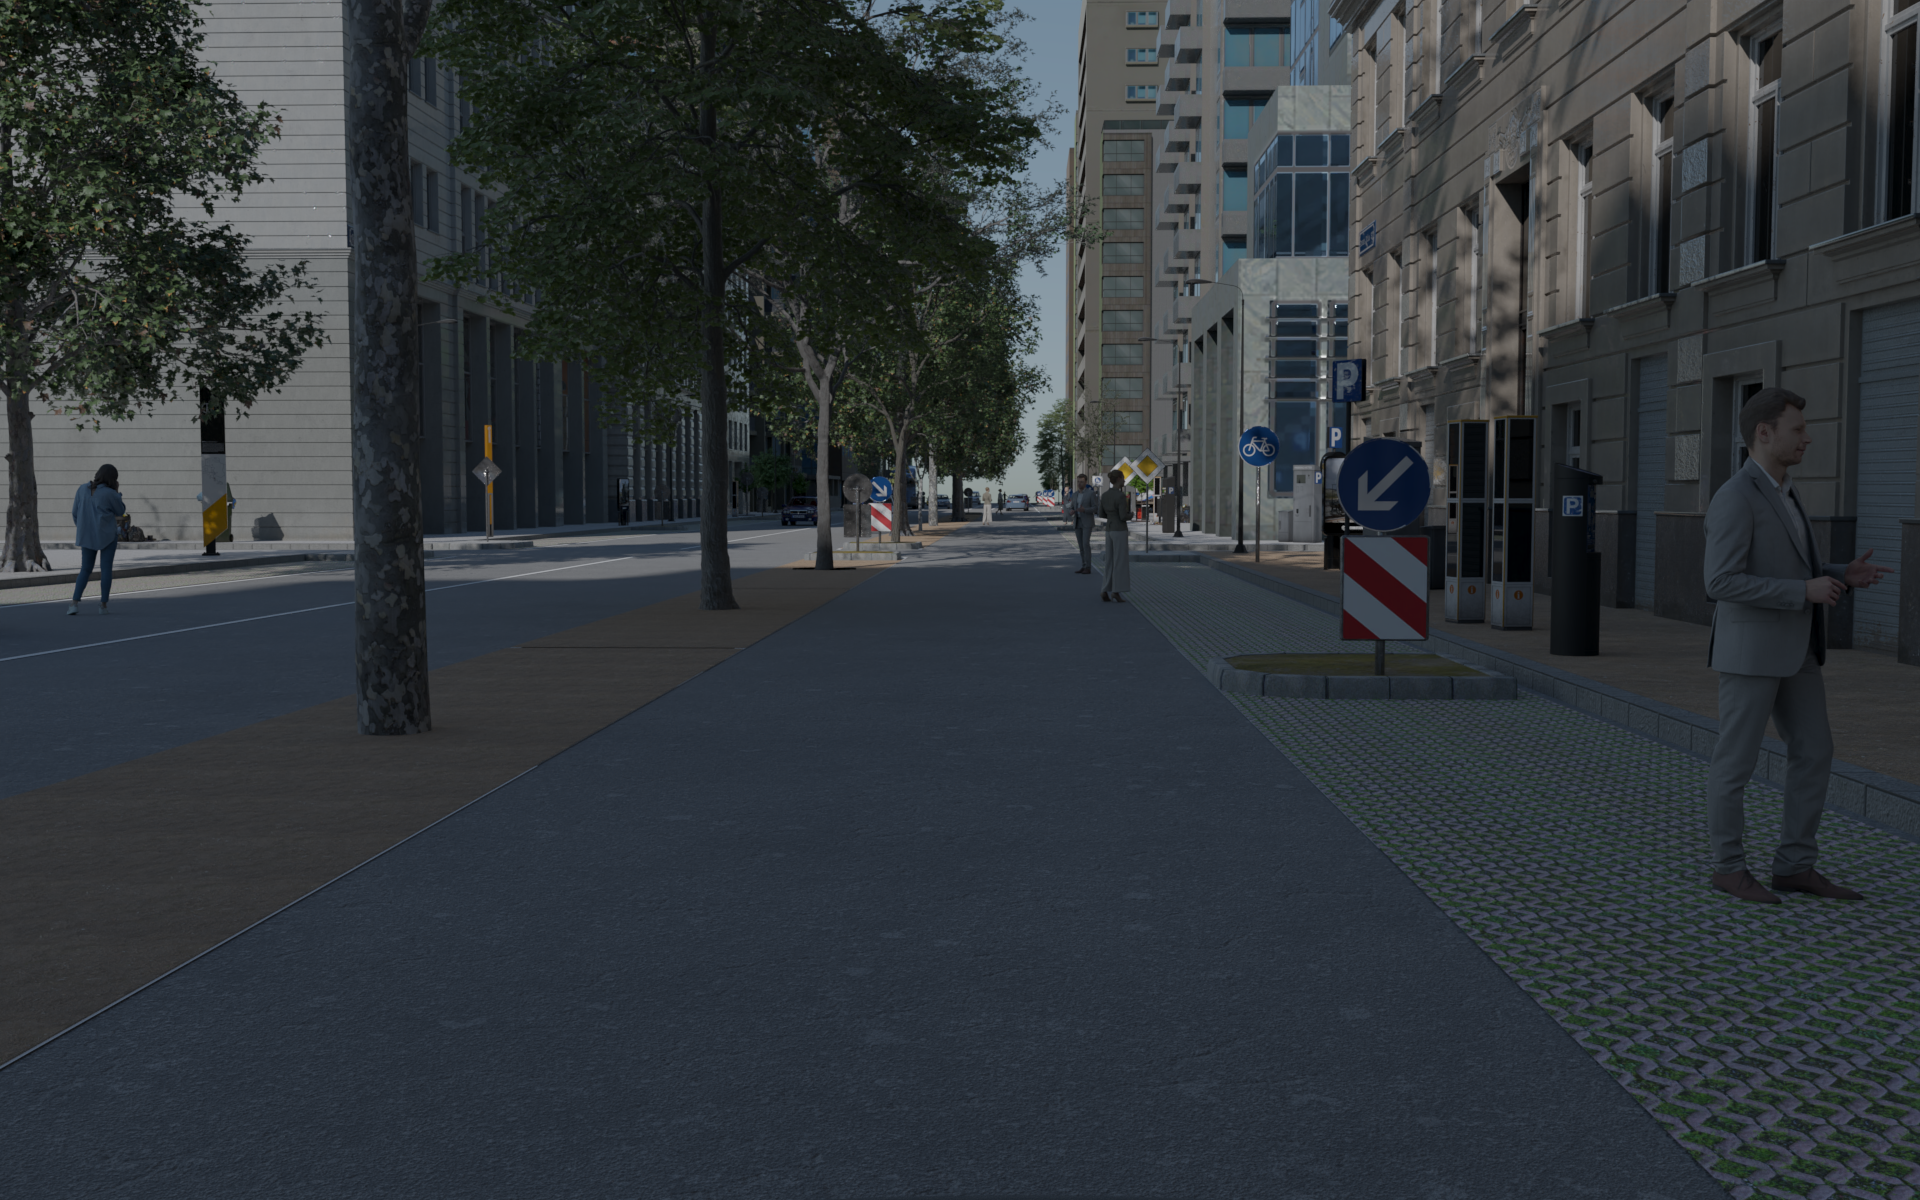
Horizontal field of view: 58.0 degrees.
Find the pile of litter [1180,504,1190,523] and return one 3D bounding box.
[{"bbox_3d":[10.329,-3.853,76.954,1.176,0.858,1.719,3,4,36],"label":"pile of litter"}]

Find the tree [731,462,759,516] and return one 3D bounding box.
[{"bbox_3d":[-12.850,-6.639,103.149,1.663,3.219,1.824,0,3,0],"label":"tree"}]

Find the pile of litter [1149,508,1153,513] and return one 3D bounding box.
[{"bbox_3d":[12.748,-6.274,116.553,1.719,0.858,1.176,1,4,12],"label":"pile of litter"}]

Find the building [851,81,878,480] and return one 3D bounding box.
[{"bbox_3d":[-24.130,-38.577,219.969,28.713,52.752,27.495,0,4,2],"label":"building"}]

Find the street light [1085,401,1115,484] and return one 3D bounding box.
[{"bbox_3d":[7.139,-6.949,86.156,1.470,5.913,1.316,0,4,2],"label":"street light"}]

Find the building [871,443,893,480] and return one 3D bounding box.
[{"bbox_3d":[-19.978,-38.487,248.877,23.786,49.044,30.456,0,4,2],"label":"building"}]

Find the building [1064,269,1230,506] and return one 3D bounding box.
[{"bbox_3d":[27.331,-58.087,262.397,22.319,86.520,31.000,0,4,2],"label":"building"}]

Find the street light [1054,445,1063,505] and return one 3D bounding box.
[{"bbox_3d":[9.837,-11.607,162.309,1.470,5.913,1.316,0,4,2],"label":"street light"}]

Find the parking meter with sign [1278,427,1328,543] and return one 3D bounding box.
[{"bbox_3d":[9.177,-3.021,45.648,0.543,3.016,1.738,-3,5,-41],"label":"parking meter with sign"}]

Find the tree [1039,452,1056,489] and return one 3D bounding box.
[{"bbox_3d":[14.243,-19.407,267.672,4.360,8.622,3.978,0,3,0],"label":"tree"}]

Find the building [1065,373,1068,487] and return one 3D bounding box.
[{"bbox_3d":[25.376,-37.489,236.639,21.300,48.544,21.600,0,4,2],"label":"building"}]

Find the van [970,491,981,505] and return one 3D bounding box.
[{"bbox_3d":[1.937,-14.015,236.151,2.013,2.044,4.112,0,4,4],"label":"van"}]

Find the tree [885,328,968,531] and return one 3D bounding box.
[{"bbox_3d":[-1.575,-7.012,67.463,4.737,8.622,4.395,0,3,0],"label":"tree"}]

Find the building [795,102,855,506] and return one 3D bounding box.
[{"bbox_3d":[-18.688,-32.550,182.300,14.600,45.320,14.200,0,4,2],"label":"building"}]

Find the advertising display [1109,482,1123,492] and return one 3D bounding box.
[{"bbox_3d":[7.365,-4.685,81.809,0.123,1.923,0.974,-2,4,-28],"label":"advertising display"}]

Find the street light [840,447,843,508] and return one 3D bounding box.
[{"bbox_3d":[-10.195,-11.291,157.149,1.470,5.913,1.316,0,4,2],"label":"street light"}]

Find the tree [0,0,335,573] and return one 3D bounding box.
[{"bbox_3d":[-15.612,-6.822,28.549,9.611,12.733,9.660,0,3,0],"label":"tree"}]

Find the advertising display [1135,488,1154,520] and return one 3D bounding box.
[{"bbox_3d":[9.021,-4.832,84.219,0.974,1.923,0.123,1,4,11],"label":"advertising display"}]

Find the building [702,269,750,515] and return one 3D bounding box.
[{"bbox_3d":[-19.272,-15.296,104.835,10.420,20.320,16.860,0,4,2],"label":"building"}]

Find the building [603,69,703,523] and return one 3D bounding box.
[{"bbox_3d":[-19.276,-15.748,86.362,11.050,23.489,19.941,0,4,2],"label":"building"}]

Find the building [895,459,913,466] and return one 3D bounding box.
[{"bbox_3d":[-14.864,-36.007,272.315,14.154,41.232,14.086,0,4,2],"label":"building"}]

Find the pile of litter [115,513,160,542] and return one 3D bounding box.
[{"bbox_3d":[-22.428,-1.989,46.480,1.719,0.858,1.176,1,4,9],"label":"pile of litter"}]

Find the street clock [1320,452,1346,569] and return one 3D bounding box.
[{"bbox_3d":[6.402,-1.533,29.635,0.471,2.002,0.358,-2,4,-29],"label":"street clock"}]

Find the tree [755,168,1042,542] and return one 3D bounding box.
[{"bbox_3d":[-1.905,-6.893,49.563,8.767,10.594,7.601,0,4,2],"label":"tree"}]

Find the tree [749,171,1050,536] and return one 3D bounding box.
[{"bbox_3d":[-2.000,-8.485,58.196,9.611,12.733,9.660,0,3,0],"label":"tree"}]

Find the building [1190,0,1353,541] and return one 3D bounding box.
[{"bbox_3d":[23.492,-45.448,55.747,31.000,86.520,22.319,0,4,2],"label":"building"}]

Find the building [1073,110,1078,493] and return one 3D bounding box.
[{"bbox_3d":[19.287,-30.821,187.518,14.154,41.232,14.086,0,4,2],"label":"building"}]

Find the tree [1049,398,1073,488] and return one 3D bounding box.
[{"bbox_3d":[11.908,-17.513,204.456,7.486,12.596,7.792,0,3,0],"label":"tree"}]

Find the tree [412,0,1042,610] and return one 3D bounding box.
[{"bbox_3d":[-2.921,-6.120,20.646,7.486,12.596,7.792,0,3,0],"label":"tree"}]

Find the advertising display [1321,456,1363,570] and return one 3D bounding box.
[{"bbox_3d":[6.596,-1.468,29.215,0.974,1.923,0.123,0,4,-1],"label":"advertising display"}]

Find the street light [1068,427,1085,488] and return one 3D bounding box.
[{"bbox_3d":[8.384,-9.053,120.552,1.470,5.913,1.316,0,4,2],"label":"street light"}]

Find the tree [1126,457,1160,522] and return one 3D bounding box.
[{"bbox_3d":[8.495,-5.205,79.709,1.663,3.219,1.824,0,3,0],"label":"tree"}]

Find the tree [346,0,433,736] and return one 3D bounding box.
[{"bbox_3d":[-2.216,-9.208,8.899,12.611,20.169,13.585,0,3,0],"label":"tree"}]

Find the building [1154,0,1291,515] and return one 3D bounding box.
[{"bbox_3d":[22.833,-29.251,97.860,23.786,49.044,30.456,0,4,2],"label":"building"}]

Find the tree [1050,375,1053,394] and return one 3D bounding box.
[{"bbox_3d":[-0.048,-10.322,88.224,9.611,12.733,9.660,0,3,0],"label":"tree"}]

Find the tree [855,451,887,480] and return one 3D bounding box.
[{"bbox_3d":[-10.311,-14.967,195.066,4.360,8.622,3.978,0,3,0],"label":"tree"}]

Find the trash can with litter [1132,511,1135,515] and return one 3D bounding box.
[{"bbox_3d":[9.968,-5.584,102.690,0.624,1.170,1.055,-3,4,-36],"label":"trash can with litter"}]

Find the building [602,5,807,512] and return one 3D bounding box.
[{"bbox_3d":[-24.084,-29.459,136.274,22.147,44.769,28.867,0,4,2],"label":"building"}]

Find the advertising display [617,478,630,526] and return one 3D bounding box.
[{"bbox_3d":[-13.641,-3.972,70.150,0.123,1.923,0.974,1,4,13],"label":"advertising display"}]

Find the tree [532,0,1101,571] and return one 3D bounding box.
[{"bbox_3d":[-2.580,-7.311,32.364,12.009,13.543,11.850,0,3,0],"label":"tree"}]

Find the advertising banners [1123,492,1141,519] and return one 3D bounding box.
[{"bbox_3d":[9.109,-5.597,87.694,2.074,3.025,0.090,-1,4,-18],"label":"advertising banners"}]

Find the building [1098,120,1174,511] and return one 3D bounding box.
[{"bbox_3d":[17.927,-22.329,136.776,14.160,30.474,14.107,0,4,2],"label":"building"}]

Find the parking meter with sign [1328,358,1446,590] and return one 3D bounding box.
[{"bbox_3d":[5.757,-1.633,22.962,1.738,3.016,0.543,-2,4,-31],"label":"parking meter with sign"}]

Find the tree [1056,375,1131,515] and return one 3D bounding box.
[{"bbox_3d":[8.305,-9.542,106.373,4.360,8.622,3.978,0,3,0],"label":"tree"}]

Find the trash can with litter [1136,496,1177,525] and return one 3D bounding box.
[{"bbox_3d":[8.184,-3.698,71.514,1.678,1.210,2.233,0,4,1],"label":"trash can with litter"}]

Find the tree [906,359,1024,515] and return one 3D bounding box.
[{"bbox_3d":[0.037,-12.674,116.325,9.857,13.997,8.962,0,3,0],"label":"tree"}]

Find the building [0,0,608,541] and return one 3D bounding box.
[{"bbox_3d":[-21.484,-17.365,61.405,11.434,29.767,29.804,0,4,2],"label":"building"}]

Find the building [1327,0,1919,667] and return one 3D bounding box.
[{"bbox_3d":[13.136,-13.798,22.856,12.463,27.353,25.104,0,4,2],"label":"building"}]

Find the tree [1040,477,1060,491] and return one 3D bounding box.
[{"bbox_3d":[14.396,-17.877,276.009,4.285,4.588,4.351,0,3,0],"label":"tree"}]

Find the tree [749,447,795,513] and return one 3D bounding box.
[{"bbox_3d":[-13.019,-8.294,119.327,4.285,4.588,4.351,0,3,0],"label":"tree"}]

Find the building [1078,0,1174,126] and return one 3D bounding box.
[{"bbox_3d":[21.499,-32.471,154.598,21.300,48.544,21.600,0,4,2],"label":"building"}]

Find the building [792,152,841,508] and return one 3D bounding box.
[{"bbox_3d":[-27.987,-28.832,163.286,32.217,40.220,23.993,0,4,2],"label":"building"}]

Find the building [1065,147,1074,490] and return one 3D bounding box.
[{"bbox_3d":[20.440,-34.761,218.458,14.600,45.320,14.200,0,4,2],"label":"building"}]

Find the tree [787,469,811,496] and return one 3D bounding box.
[{"bbox_3d":[-11.981,-8.333,130.839,1.663,3.219,1.824,0,3,0],"label":"tree"}]

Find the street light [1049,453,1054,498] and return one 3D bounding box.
[{"bbox_3d":[11.524,-14.607,211.362,1.470,5.913,1.316,0,4,2],"label":"street light"}]
